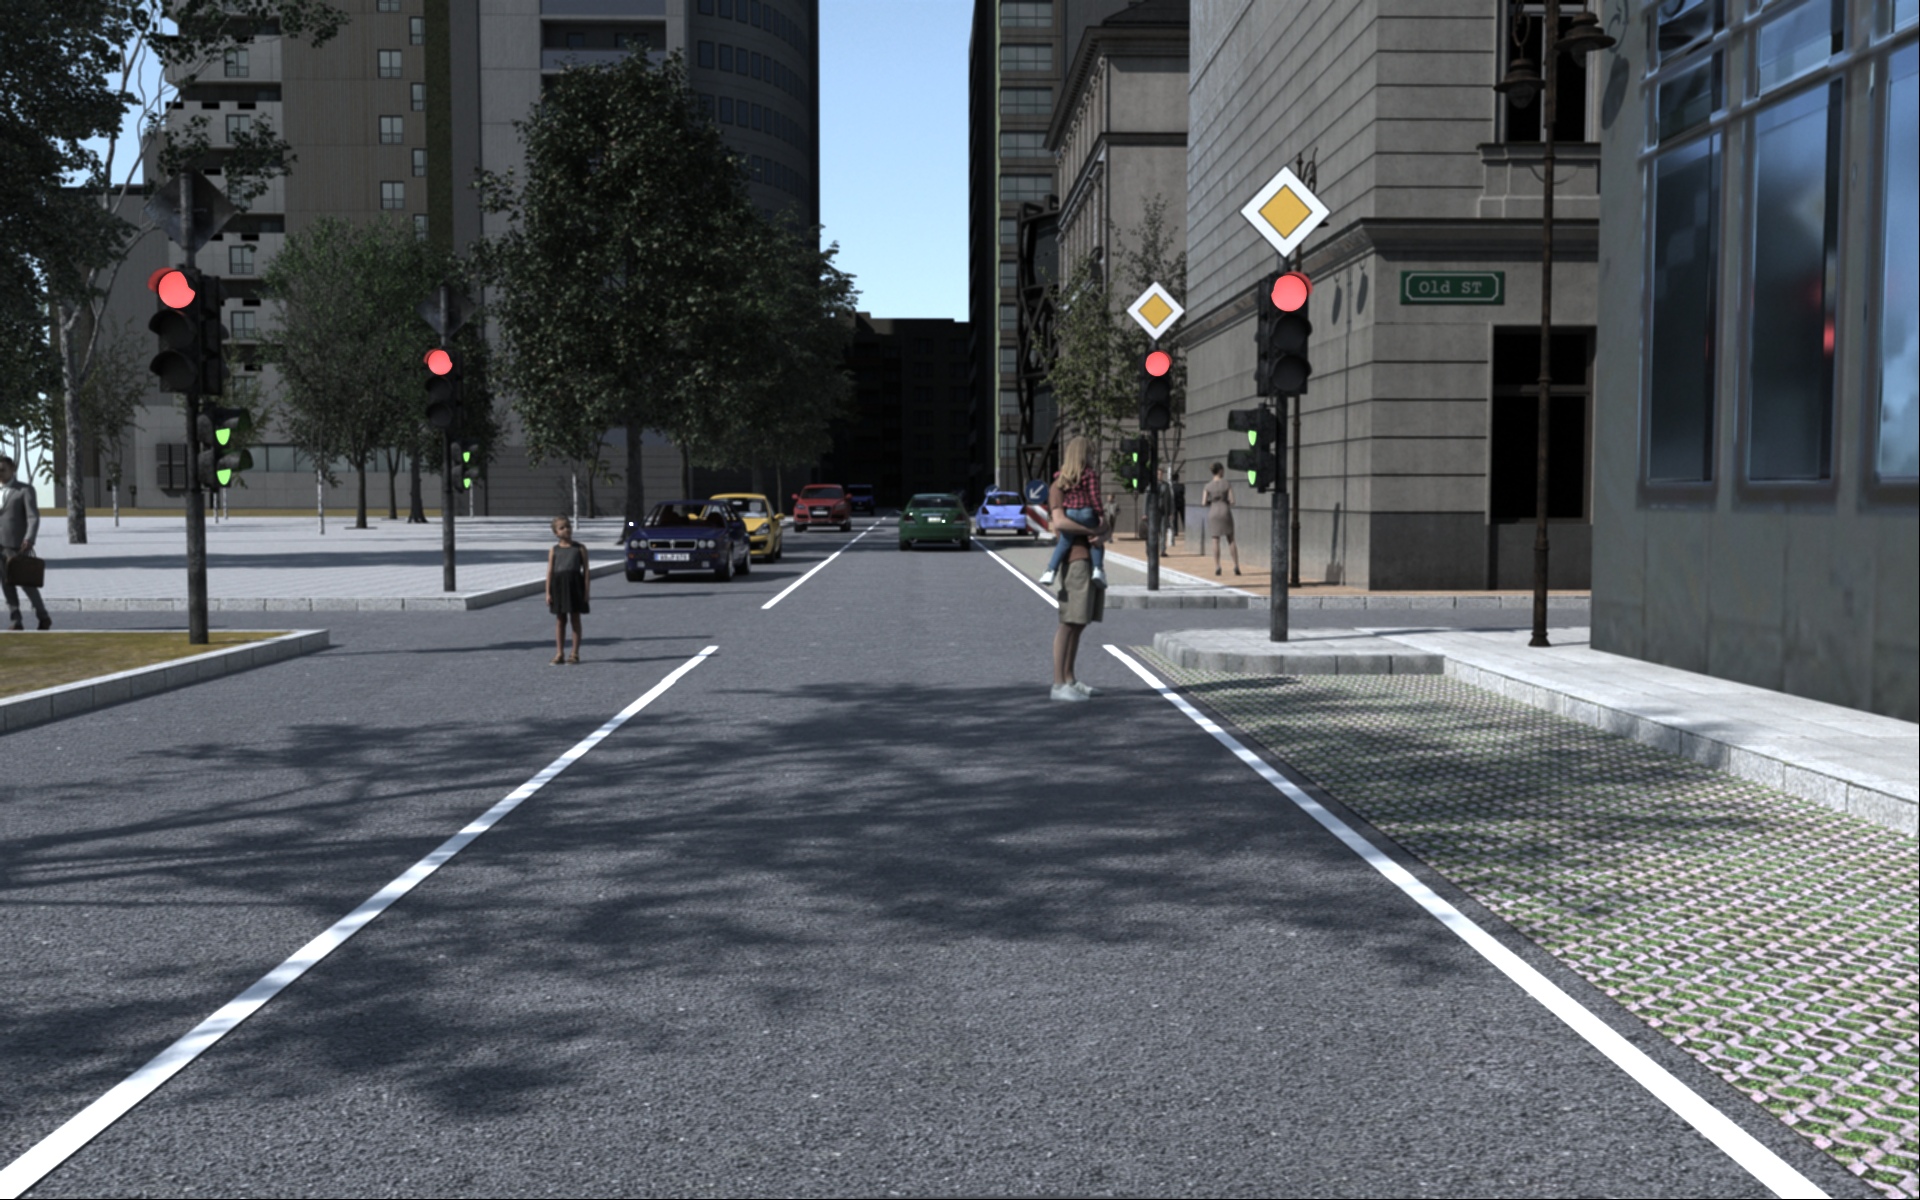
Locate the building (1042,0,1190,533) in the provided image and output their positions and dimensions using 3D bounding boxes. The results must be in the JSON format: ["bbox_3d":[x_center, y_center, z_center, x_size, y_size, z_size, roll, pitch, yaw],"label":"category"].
[{"bbox_3d":[9.084,-12.297,65.686,10.561,19.102,19.286,0,4,-1],"label":"building"}]

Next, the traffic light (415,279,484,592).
[{"bbox_3d":[-6.703,-2.066,22.693,0.839,4.253,0.868,0,4,-1],"label":"traffic light"}]

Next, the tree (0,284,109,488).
[{"bbox_3d":[-33.334,-6.853,62.403,4.737,8.622,4.395,0,3,0],"label":"tree"}]

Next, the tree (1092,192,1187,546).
[{"bbox_3d":[5.214,-5.621,42.270,4.360,8.622,3.978,0,3,0],"label":"tree"}]

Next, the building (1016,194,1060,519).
[{"bbox_3d":[11.286,-13.624,90.196,16.820,18.784,16.811,0,4,-1],"label":"building"}]

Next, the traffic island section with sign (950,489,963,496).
[{"bbox_3d":[-0.031,-7.170,125.859,1.989,1.847,2.006,0,4,-1],"label":"traffic island section with sign"}]

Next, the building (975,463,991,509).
[{"bbox_3d":[11.884,-42.919,139.985,20.563,71.187,20.611,0,4,-1],"label":"building"}]

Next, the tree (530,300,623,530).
[{"bbox_3d":[-13.766,-6.840,62.194,4.737,8.622,4.395,0,3,0],"label":"tree"}]

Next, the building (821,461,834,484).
[{"bbox_3d":[-20.459,-42.593,134.640,20.563,71.187,20.611,0,4,-1],"label":"building"}]

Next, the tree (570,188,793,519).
[{"bbox_3d":[-8.869,-7.892,54.791,9.928,11.665,9.643,0,3,0],"label":"tree"}]

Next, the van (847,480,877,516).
[{"bbox_3d":[-6.636,-6.781,115.260,2.240,2.365,5.245,0,4,-2],"label":"van"}]

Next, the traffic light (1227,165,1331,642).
[{"bbox_3d":[2.758,-1.593,14.962,0.839,4.253,0.868,0,4,-1],"label":"traffic light"}]

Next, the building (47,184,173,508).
[{"bbox_3d":[-76.556,-24.073,165.294,14.107,30.474,14.160,0,4,-1],"label":"building"}]

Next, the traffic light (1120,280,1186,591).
[{"bbox_3d":[2.555,-2.081,22.944,0.839,4.253,0.868,0,4,-1],"label":"traffic light"}]

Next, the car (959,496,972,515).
[{"bbox_3d":[-0.123,-6.529,119.328,1.945,1.354,3.894,0,4,0],"label":"car"}]

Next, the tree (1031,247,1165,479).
[{"bbox_3d":[4.071,-6.186,51.499,4.737,8.622,4.395,0,3,0],"label":"tree"}]

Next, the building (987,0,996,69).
[{"bbox_3d":[9.094,-28.927,123.063,14.600,45.320,14.200,0,4,-1],"label":"building"}]

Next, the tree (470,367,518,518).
[{"bbox_3d":[-26.300,-8.784,93.978,4.360,8.622,3.978,0,3,0],"label":"tree"}]

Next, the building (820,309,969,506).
[{"bbox_3d":[-11.894,-21.414,195.157,28.899,21.520,27.650,0,4,-1],"label":"building"}]

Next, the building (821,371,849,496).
[{"bbox_3d":[-26.423,-51.881,160.918,31.000,86.520,22.319,0,4,-1],"label":"building"}]

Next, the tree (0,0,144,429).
[{"bbox_3d":[-19.090,-7.520,29.604,9.857,13.997,8.962,0,3,0],"label":"tree"}]

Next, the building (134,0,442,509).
[{"bbox_3d":[-55.572,-34.770,157.732,27.495,52.752,28.713,0,4,-1],"label":"building"}]

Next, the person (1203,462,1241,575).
[{"bbox_3d":[4.134,-1.280,27.319,0.599,1.781,0.374,1,4,12],"label":"person"}]

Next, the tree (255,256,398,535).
[{"bbox_3d":[-20.054,-6.389,54.815,4.360,8.622,3.978,0,3,0],"label":"tree"}]

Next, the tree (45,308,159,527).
[{"bbox_3d":[-33.433,-7.187,67.876,4.360,8.622,3.978,0,3,0],"label":"tree"}]

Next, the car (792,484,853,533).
[{"bbox_3d":[-5.230,-3.522,66.251,2.281,1.827,5.304,0,4,-2],"label":"car"}]

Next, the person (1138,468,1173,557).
[{"bbox_3d":[4.030,-1.793,35.456,0.694,1.812,0.767,0,4,-7],"label":"person"}]

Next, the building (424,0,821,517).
[{"bbox_3d":[-20.283,-34.780,110.657,21.231,58.520,28.212,0,4,-1],"label":"building"}]

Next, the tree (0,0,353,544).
[{"bbox_3d":[-21.847,-11.446,43.032,12.611,20.169,13.585,0,3,0],"label":"tree"}]

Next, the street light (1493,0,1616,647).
[{"bbox_3d":[4.886,-2.547,14.424,0.468,5.910,1.993,0,4,-1],"label":"street light"}]

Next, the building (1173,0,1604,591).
[{"bbox_3d":[26.640,-15.536,30.435,44.131,29.872,17.030,0,4,-1],"label":"building"}]

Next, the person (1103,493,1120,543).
[{"bbox_3d":[3.993,-2.159,45.613,0.475,1.303,0.640,-1,4,-10],"label":"person"}]

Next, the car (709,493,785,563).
[{"bbox_3d":[-4.731,-1.637,36.996,2.015,1.641,3.980,0,4,-3],"label":"car"}]

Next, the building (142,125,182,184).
[{"bbox_3d":[-78.380,-30.707,185.654,14.086,41.232,14.154,0,4,-1],"label":"building"}]

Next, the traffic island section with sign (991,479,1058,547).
[{"bbox_3d":[1.963,-2.400,47.875,1.989,1.847,2.006,0,4,-1],"label":"traffic island section with sign"}]

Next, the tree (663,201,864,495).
[{"bbox_3d":[-8.947,-10.315,75.304,9.857,13.997,8.962,0,3,0],"label":"tree"}]

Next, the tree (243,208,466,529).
[{"bbox_3d":[-22.138,-8.434,63.657,9.928,11.665,9.643,0,3,0],"label":"tree"}]

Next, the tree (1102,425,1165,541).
[{"bbox_3d":[4.937,-3.263,47.948,1.663,3.219,1.824,0,3,0],"label":"tree"}]

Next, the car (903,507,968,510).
[{"bbox_3d":[-0.754,-2.634,52.852,2.009,1.686,4.222,0,4,0],"label":"car"}]

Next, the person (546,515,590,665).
[{"bbox_3d":[-3.301,-0.087,14.592,0.362,1.253,0.373,0,4,2],"label":"person"}]

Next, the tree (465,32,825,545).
[{"bbox_3d":[-8.247,-7.744,43.615,9.611,12.733,9.660,0,3,0],"label":"tree"}]

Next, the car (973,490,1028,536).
[{"bbox_3d":[1.431,-3.069,59.772,1.945,1.707,3.694,0,4,-2],"label":"car"}]

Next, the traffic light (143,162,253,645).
[{"bbox_3d":[-6.499,-1.577,14.710,0.839,4.253,0.868,0,4,-1],"label":"traffic light"}]

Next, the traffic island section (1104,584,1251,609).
[{"bbox_3d":[2.595,-0.048,23.059,2.009,0.180,2.903,0,4,-1],"label":"traffic island section"}]

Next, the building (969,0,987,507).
[{"bbox_3d":[11.800,-32.919,161.930,21.300,48.544,21.600,0,4,-1],"label":"building"}]

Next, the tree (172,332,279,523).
[{"bbox_3d":[-32.715,-7.703,76.301,4.737,8.622,4.395,0,3,0],"label":"tree"}]

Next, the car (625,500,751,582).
[{"bbox_3d":[-4.603,-1.038,29.547,1.945,1.354,3.894,0,4,0],"label":"car"}]

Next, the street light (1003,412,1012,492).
[{"bbox_3d":[2.691,-7.644,97.768,0.468,5.910,1.993,0,4,-1],"label":"street light"}]

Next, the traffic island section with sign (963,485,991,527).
[{"bbox_3d":[1.277,-4.049,74.822,1.989,1.847,2.006,0,4,-1],"label":"traffic island section with sign"}]

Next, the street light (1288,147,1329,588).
[{"bbox_3d":[4.594,-3.107,23.581,0.468,5.910,1.993,0,4,-1],"label":"street light"}]

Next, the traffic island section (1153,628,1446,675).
[{"bbox_3d":[2.799,0.441,15.077,2.009,0.180,2.903,0,4,-1],"label":"traffic island section"}]

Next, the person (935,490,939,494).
[{"bbox_3d":[-1.908,-7.540,132.609,0.721,1.723,1.217,0,4,-1],"label":"person"}]

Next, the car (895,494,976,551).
[{"bbox_3d":[-0.637,-2.036,45.091,2.131,1.459,4.920,0,4,0],"label":"car"}]

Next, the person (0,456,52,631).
[{"bbox_3d":[-9.616,-0.548,17.574,0.709,1.813,0.853,0,4,2],"label":"person"}]

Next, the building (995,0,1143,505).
[{"bbox_3d":[9.177,-26.022,109.056,14.154,41.232,14.086,0,4,-1],"label":"building"}]

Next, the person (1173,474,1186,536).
[{"bbox_3d":[6.618,-2.882,52.534,0.648,1.900,0.474,1,4,9],"label":"person"}]

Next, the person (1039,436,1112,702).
[{"bbox_3d":[0.817,-0.220,12.075,0.573,1.828,0.580,-1,4,-18],"label":"person"}]

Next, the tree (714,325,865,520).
[{"bbox_3d":[-8.740,-9.224,85.232,8.767,10.594,7.601,0,4,4],"label":"tree"}]

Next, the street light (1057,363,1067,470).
[{"bbox_3d":[3.573,-5.379,60.737,0.468,5.910,1.993,0,4,-1],"label":"street light"}]

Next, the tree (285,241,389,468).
[{"bbox_3d":[-23.930,-9.708,75.733,9.611,12.733,9.660,0,3,0],"label":"tree"}]
